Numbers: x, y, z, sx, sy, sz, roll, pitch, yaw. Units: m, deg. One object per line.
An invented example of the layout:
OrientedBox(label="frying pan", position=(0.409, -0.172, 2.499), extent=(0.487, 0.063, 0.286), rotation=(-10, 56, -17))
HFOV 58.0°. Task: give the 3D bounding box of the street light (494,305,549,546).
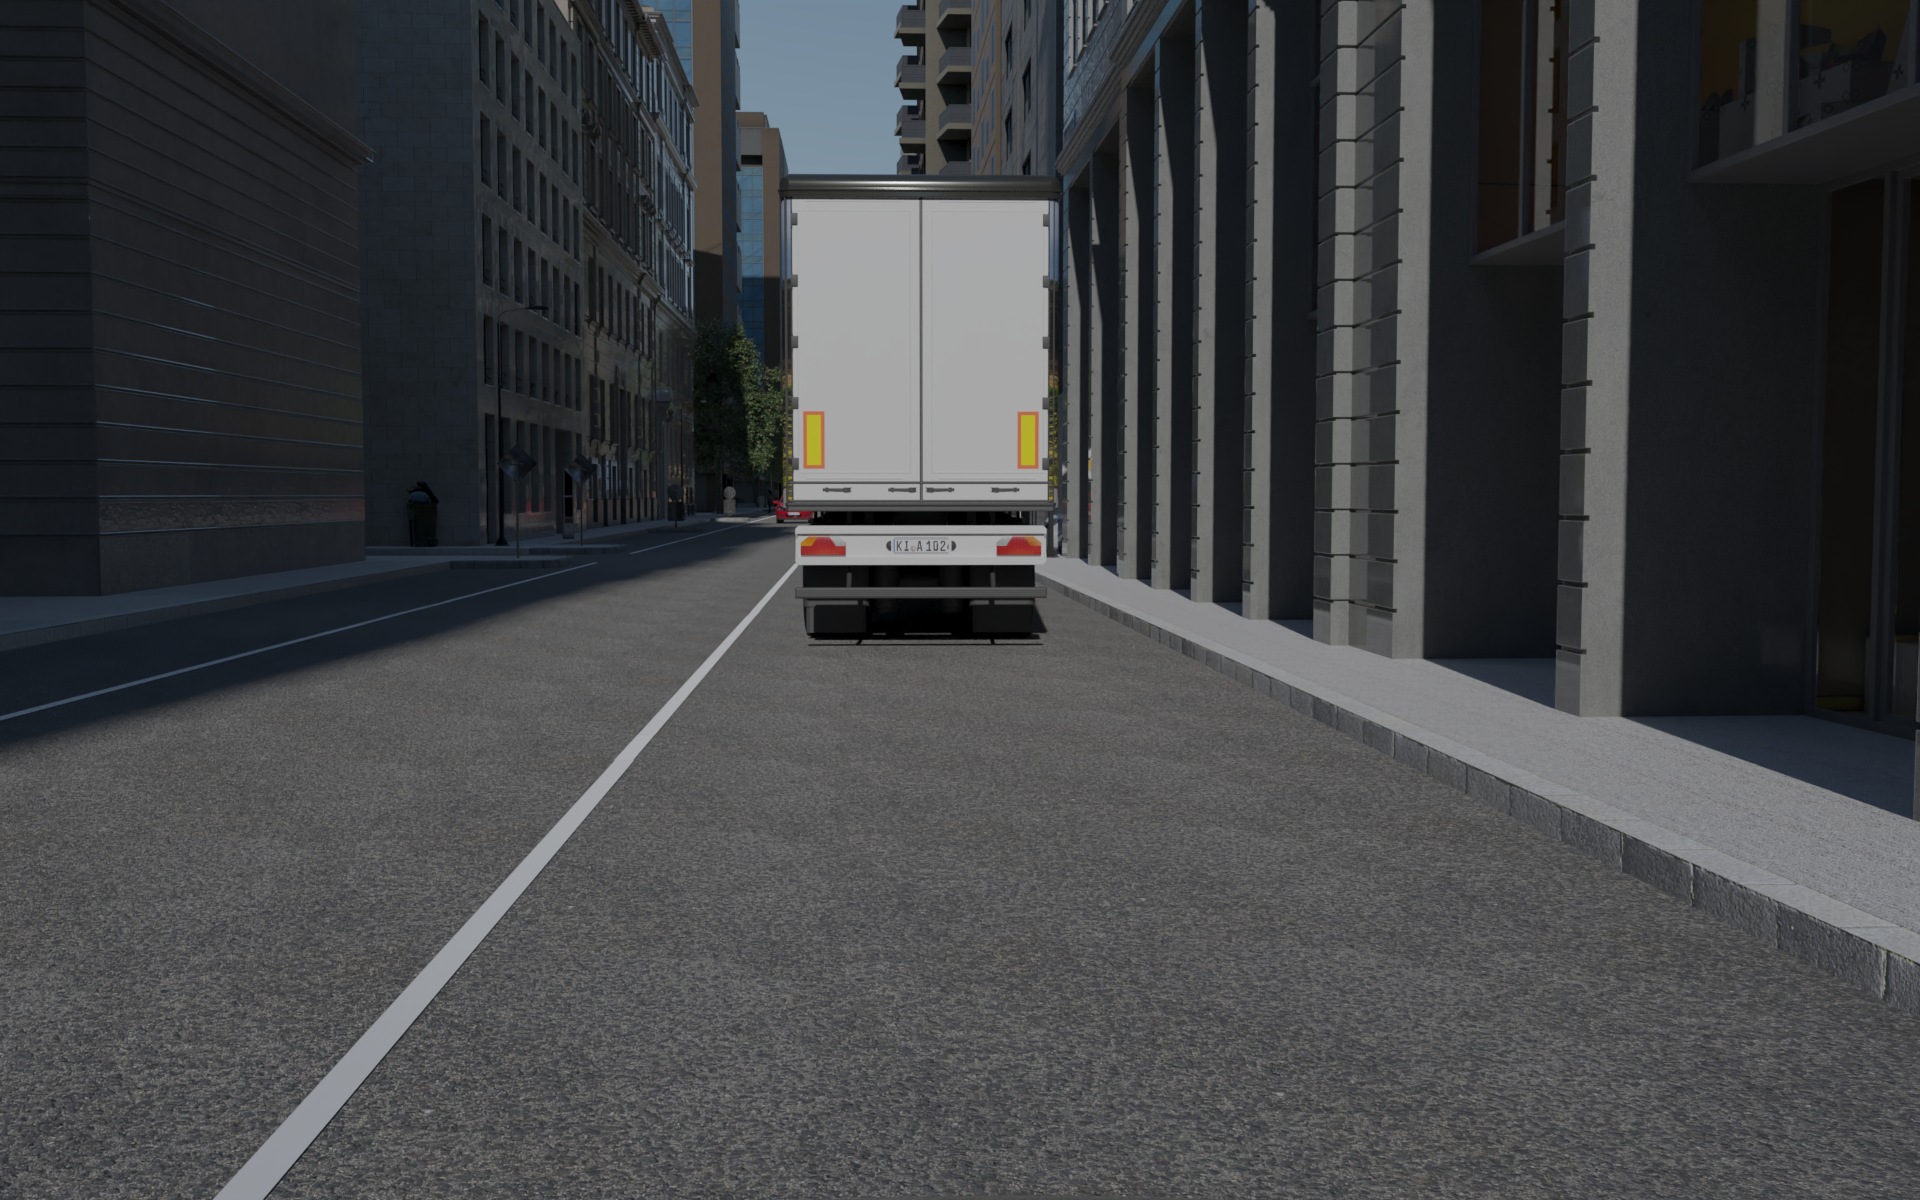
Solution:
OrientedBox(label="street light", position=(-10.791, -4.290, 42.678), extent=(1.470, 5.913, 1.316), rotation=(0, 4, -3))

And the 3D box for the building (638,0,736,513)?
OrientedBox(label="building", position=(-23.375, -28.954, 123.508), extent=(14.600, 45.320, 14.200), rotation=(0, 4, -3))

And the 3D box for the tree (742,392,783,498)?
OrientedBox(label="tree", position=(-21.230, -16.791, 192.655), extent=(7.486, 12.596, 7.792), rotation=(0, 3, 0))

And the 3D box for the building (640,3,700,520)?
OrientedBox(label="building", position=(-21.544, -18.812, 93.483), extent=(13.634, 28.700, 20.117), rotation=(0, 4, -3))

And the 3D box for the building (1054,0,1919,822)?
OrientedBox(label="building", position=(8.311, -14.835, 20.042), extent=(11.434, 29.767, 29.804), rotation=(0, 4, -3))

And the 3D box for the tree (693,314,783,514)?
OrientedBox(label="tree", position=(-15.377, -11.832, 110.456), extent=(9.611, 12.733, 9.660), rotation=(0, 3, 0))

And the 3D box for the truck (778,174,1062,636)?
OrientedBox(label="truck", position=(-0.527, -1.952, 20.827), extent=(2.839, 4.237, 11.283), rotation=(0, 4, -2))

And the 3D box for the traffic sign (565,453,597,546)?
OrientedBox(label="traffic sign", position=(-9.306, -2.381, 42.569), extent=(0.795, 2.450, 0.064), rotation=(0, 4, -3))

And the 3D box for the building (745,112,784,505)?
OrientedBox(label="building", position=(-28.108, -34.056, 206.919), extent=(14.600, 45.320, 14.200), rotation=(0, 4, -3))

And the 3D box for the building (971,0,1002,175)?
OrientedBox(label="building", position=(7.821, -25.779, 71.603), extent=(14.600, 45.320, 14.200), rotation=(0, 4, -3))

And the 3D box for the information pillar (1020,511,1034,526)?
OrientedBox(label="information pillar", position=(1.636, -2.317, 42.369), extent=(0.304, 2.012, 0.304), rotation=(1, 4, 16))

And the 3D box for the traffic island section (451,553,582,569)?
OrientedBox(label="traffic island section", position=(-8.864, -0.757, 34.658), extent=(2.009, 0.180, 2.903), rotation=(0, 4, -3))

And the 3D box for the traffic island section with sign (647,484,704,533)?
OrientedBox(label="traffic island section with sign", position=(-10.659, -3.456, 65.129), extent=(1.989, 1.847, 2.006), rotation=(0, 4, -3))

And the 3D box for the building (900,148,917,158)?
OrientedBox(label="building", position=(3.432, -36.651, 218.846), extent=(23.786, 49.044, 30.456), rotation=(0, 4, -3))

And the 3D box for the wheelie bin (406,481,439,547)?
OrientedBox(label="wheelie bin", position=(-13.014, -2.079, 41.892), extent=(0.693, 1.594, 0.980), rotation=(-2, 4, -32))

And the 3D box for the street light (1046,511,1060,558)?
OrientedBox(label="street light", position=(1.297, -3.810, 34.830), extent=(1.470, 5.913, 1.316), rotation=(0, 4, -3))

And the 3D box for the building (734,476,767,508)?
OrientedBox(label="building", position=(-35.629, -29.230, 169.790), extent=(32.217, 40.220, 23.993), rotation=(0, 4, -3))

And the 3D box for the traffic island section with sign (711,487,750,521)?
OrientedBox(label="traffic island section with sign", position=(-12.246, -5.124, 92.405), extent=(1.989, 1.847, 2.006), rotation=(0, 4, -3))

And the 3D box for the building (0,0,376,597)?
OrientedBox(label="building", position=(-22.642, -11.280, 26.231), extent=(24.055, 21.916, 13.314), rotation=(0, 4, -3))

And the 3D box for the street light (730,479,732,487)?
OrientedBox(label="street light", position=(-15.236, -8.971, 119.211), extent=(1.470, 5.913, 1.316), rotation=(0, 4, -3))

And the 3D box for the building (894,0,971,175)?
OrientedBox(label="building", position=(7.253, -27.471, 103.778), extent=(22.147, 44.769, 28.867), rotation=(0, 4, -3))

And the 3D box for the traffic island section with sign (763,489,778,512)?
OrientedBox(label="traffic island section with sign", position=(-15.133, -8.141, 141.740), extent=(1.989, 1.847, 2.006), rotation=(0, 4, -3))

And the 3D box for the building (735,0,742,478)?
OrientedBox(label="building", position=(-32.323, -33.906, 143.605), extent=(28.713, 52.752, 27.495), rotation=(0, 4, -3))

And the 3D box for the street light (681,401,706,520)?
OrientedBox(label="street light", position=(-13.287, -6.946, 86.107), extent=(1.470, 5.913, 1.316), rotation=(0, 4, -3))

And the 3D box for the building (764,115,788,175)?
OrientedBox(label="building", position=(-33.220, -36.741, 224.420), extent=(21.300, 48.544, 21.600), rotation=(0, 4, -3))

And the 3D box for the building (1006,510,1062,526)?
OrientedBox(label="building", position=(12.206, -37.423, 50.112), extent=(20.611, 71.187, 20.563), rotation=(0, 4, -3))

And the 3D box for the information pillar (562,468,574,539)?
OrientedBox(label="information pillar", position=(-11.229, -2.759, 49.609), extent=(0.304, 2.012, 0.304), rotation=(-1, 4, -20))

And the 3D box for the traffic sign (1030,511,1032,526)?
OrientedBox(label="traffic sign", position=(1.437, -1.929, 35.175), extent=(0.795, 2.450, 0.064), rotation=(0, 4, -3))

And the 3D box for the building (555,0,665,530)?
OrientedBox(label="building", position=(-19.656, -16.744, 71.028), extent=(12.463, 27.353, 25.104), rotation=(0, 4, -3))

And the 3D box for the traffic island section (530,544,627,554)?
OrientedBox(label="traffic island section", position=(-9.329, -1.245, 42.630), extent=(2.009, 0.180, 2.903), rotation=(0, 4, -3))

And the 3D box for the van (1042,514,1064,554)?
OrientedBox(label="van", position=(3.802, -1.920, 38.411), extent=(4.112, 2.044, 2.013), rotation=(0, 4, -2))

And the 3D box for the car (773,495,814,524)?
OrientedBox(label="car", position=(-8.124, -4.684, 85.625), extent=(2.155, 1.783, 4.494), rotation=(0, 4, -3))

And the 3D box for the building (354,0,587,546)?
OrientedBox(label="building", position=(-17.492, -11.949, 50.115), extent=(10.420, 20.320, 16.860), rotation=(0, 4, -3))

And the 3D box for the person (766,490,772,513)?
OrientedBox(label="person", position=(-14.359, -7.371, 129.731), extent=(0.721, 1.735, 1.217), rotation=(0, 4, 2))

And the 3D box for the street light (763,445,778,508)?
OrientedBox(label="street light", position=(-17.878, -11.693, 163.715), extent=(1.470, 5.913, 1.316), rotation=(0, 4, -3))

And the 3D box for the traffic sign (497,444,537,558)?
OrientedBox(label="traffic sign", position=(-8.841, -1.893, 34.598), extent=(0.795, 2.450, 0.064), rotation=(0, 4, -3))
